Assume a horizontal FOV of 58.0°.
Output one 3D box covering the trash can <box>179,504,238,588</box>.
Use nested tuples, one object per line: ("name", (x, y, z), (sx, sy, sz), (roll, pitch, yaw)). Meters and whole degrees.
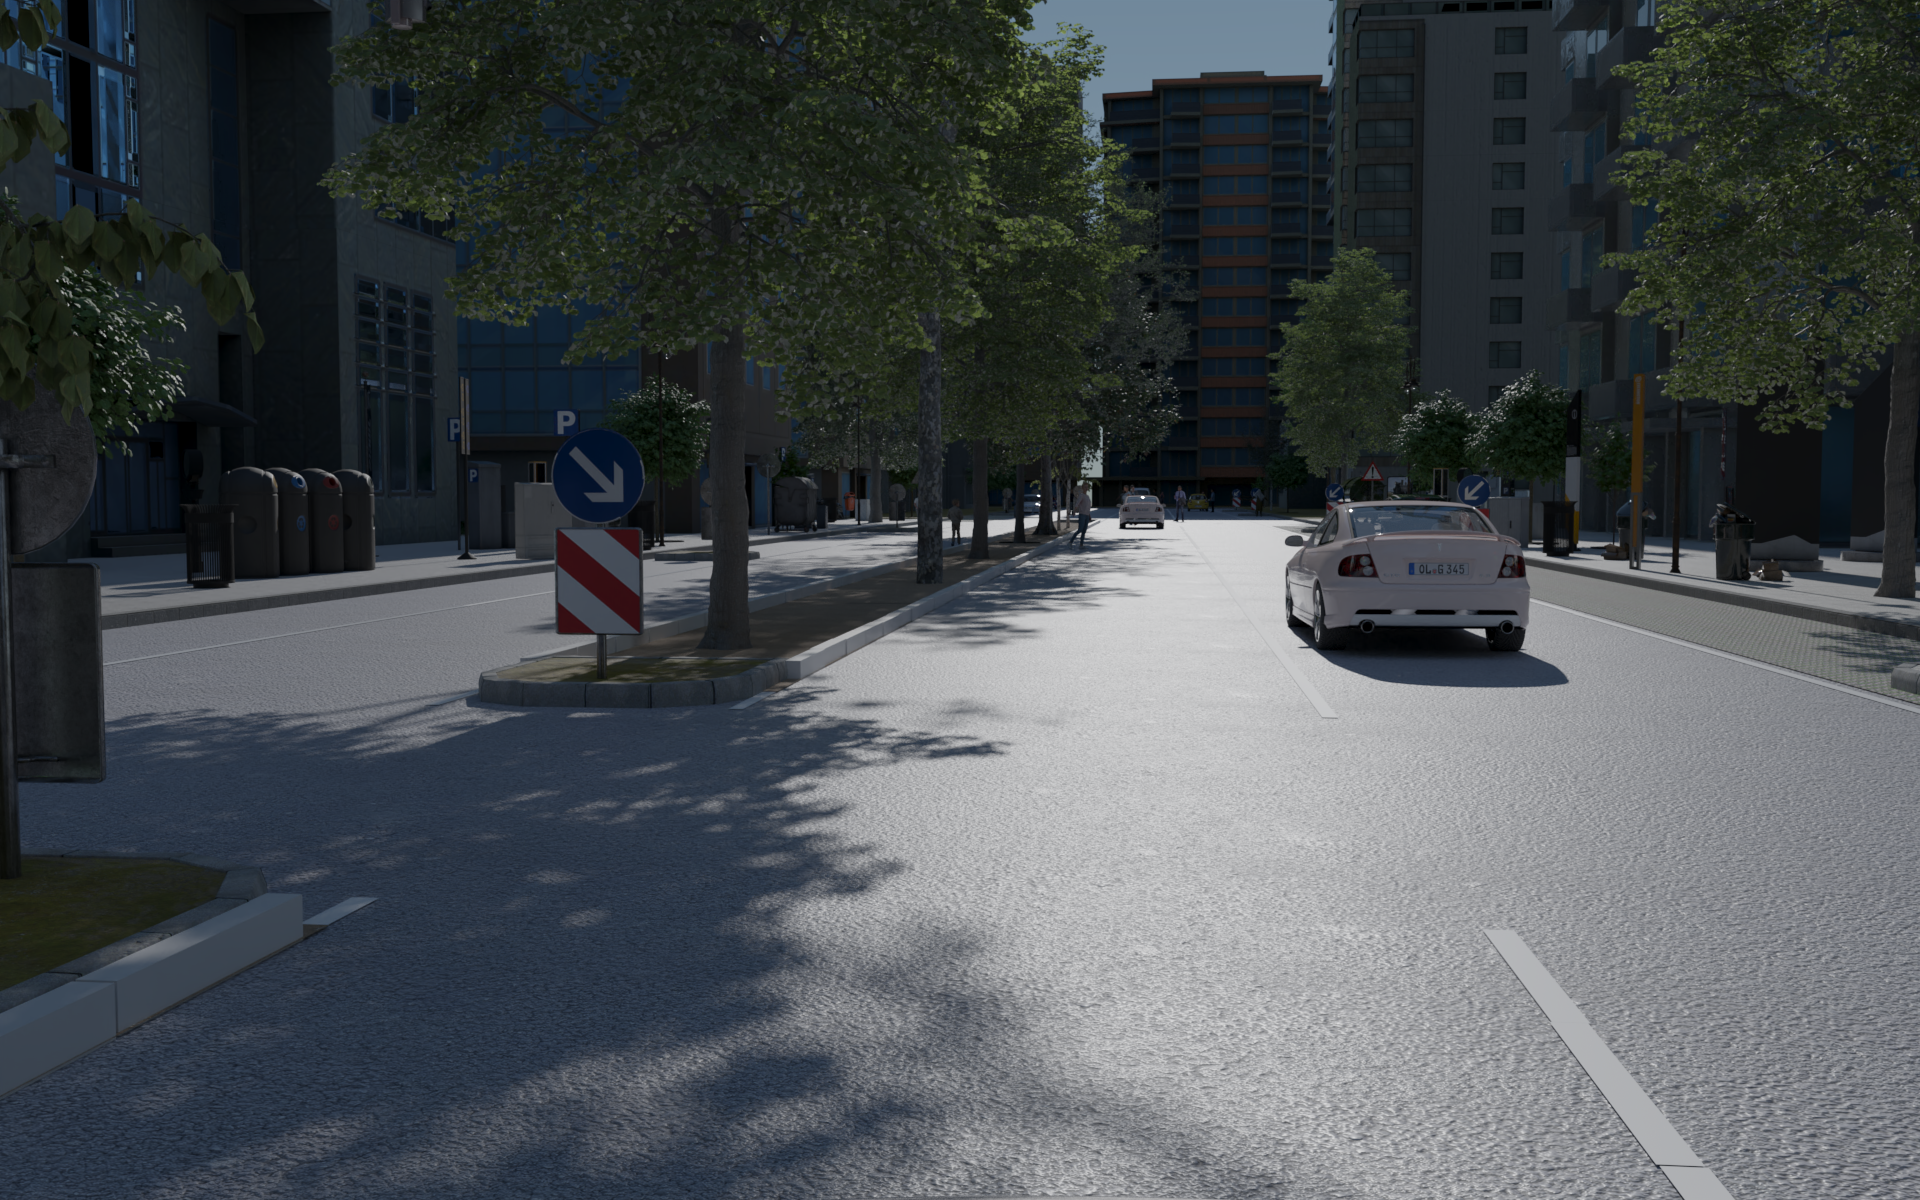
("trash can", (-10.276, -0.739, 23.731), (0.748, 1.137, 0.748), (0, 3, 0))

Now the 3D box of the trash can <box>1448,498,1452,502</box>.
("trash can", (17.656, -3.171, 63.493), (0.748, 1.137, 0.748), (0, 3, 0))

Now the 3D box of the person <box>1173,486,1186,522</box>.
("person", (11.351, -4.984, 89.853), (0.709, 1.838, 0.599), (2, 4, 30))

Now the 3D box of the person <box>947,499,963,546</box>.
("person", (-0.130, -2.115, 47.345), (0.475, 1.303, 0.640), (1, 4, 10))

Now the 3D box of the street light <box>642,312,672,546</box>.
("street light", (-7.315, -4.253, 42.326), (0.468, 5.910, 1.993), (0, 4, 6))

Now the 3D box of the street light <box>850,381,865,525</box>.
("street light", (-4.152, -6.008, 71.025), (0.468, 5.910, 1.993), (0, 4, 6))

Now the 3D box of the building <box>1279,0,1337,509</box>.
("building", (38.685, -50.603, 140.032), (22.319, 86.520, 31.000), (0, 4, 6))

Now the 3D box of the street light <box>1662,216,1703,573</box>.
("street light", (11.644, -3.378, 28.017), (0.468, 5.910, 1.993), (0, 4, 6))

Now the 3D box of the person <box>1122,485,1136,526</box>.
("person", (7.362, -4.134, 76.192), (0.778, 1.811, 0.616), (0, 4, 0))

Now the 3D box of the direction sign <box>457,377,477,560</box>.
("direction sign", (-9.690, -2.565, 33.930), (0.379, 3.537, 0.876), (0, 4, -6))

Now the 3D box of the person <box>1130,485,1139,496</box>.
("person", (8.310, -4.528, 82.334), (0.655, 1.846, 0.447), (-1, 4, -21))

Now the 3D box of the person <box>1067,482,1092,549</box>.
("person", (3.051, -2.176, 44.754), (0.598, 1.740, 0.731), (1, 4, 21))

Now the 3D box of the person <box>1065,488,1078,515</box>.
("person", (7.698, -6.769, 119.187), (1.348, 1.822, 0.705), (-3, 5, -39))

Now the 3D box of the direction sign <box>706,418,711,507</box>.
("direction sign", (-7.434, -3.639, 51.496), (0.379, 3.537, 0.876), (-1, 4, -18))

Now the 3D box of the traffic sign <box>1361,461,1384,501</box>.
("traffic sign", (16.281, -4.181, 68.370), (0.884, 2.594, 0.081), (1, 4, 15))

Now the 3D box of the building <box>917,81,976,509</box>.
("building", (-4.818, -28.805, 154.555), (14.086, 41.232, 14.154), (0, 4, 6))

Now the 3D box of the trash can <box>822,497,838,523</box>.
("trash can", (-5.865, -4.068, 78.172), (0.748, 1.137, 0.748), (0, 3, 0))

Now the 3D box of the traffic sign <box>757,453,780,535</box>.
("traffic sign", (-5.993, -3.307, 54.178), (0.768, 2.556, 0.104), (1, 4, 10))

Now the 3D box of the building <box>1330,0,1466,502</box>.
("building", (32.698, -26.638, 119.131), (14.154, 41.232, 14.086), (0, 4, 6))

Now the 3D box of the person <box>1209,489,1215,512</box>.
("person", (19.727, -7.765, 135.440), (0.705, 1.826, 1.348), (1, 4, 17))

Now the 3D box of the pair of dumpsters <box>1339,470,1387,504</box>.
("pair of dumpsters", (16.556, -4.208, 71.289), (1.574, 2.255, 4.437), (0, 4, 6))

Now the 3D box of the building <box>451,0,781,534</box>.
("building", (-14.398, -25.184, 61.874), (14.600, 45.320, 14.200), (0, 4, 6))

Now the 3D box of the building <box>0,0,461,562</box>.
("building", (-24.678, -43.937, 31.035), (22.319, 86.520, 31.000), (0, 4, 6))

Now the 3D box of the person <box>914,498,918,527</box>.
("person", (-1.748, -3.977, 76.126), (0.523, 1.515, 0.503), (2, 4, 28))

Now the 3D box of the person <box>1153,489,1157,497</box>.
("person", (14.890, -7.583, 132.508), (0.705, 1.821, 1.348), (1, 4, 22))

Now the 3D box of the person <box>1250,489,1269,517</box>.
("person", (19.098, -6.197, 110.557), (1.217, 1.736, 0.721), (1, 4, 9))

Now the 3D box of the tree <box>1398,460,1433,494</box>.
("tree", (18.096, -4.518, 68.476), (1.663, 3.219, 1.824), (0, 3, 0))

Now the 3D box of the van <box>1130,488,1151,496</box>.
("van", (12.360, -6.853, 119.061), (2.013, 2.044, 4.112), (0, 4, 6))

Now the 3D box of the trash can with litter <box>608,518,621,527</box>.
("trash can with litter", (-7.946, -1.656, 38.463), (0.624, 1.170, 1.055), (-2, 4, -33))

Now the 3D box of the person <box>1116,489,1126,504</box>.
("person", (12.735, -7.728, 134.849), (1.348, 1.824, 0.705), (3, 5, 43))

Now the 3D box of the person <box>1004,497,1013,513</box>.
("person", (3.303, -6.669, 118.228), (0.721, 1.739, 1.217), (2, 4, 31))

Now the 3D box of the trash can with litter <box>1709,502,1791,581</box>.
("trash can with litter", (11.785, -0.884, 25.846), (1.055, 1.170, 0.624), (1, 4, 10))

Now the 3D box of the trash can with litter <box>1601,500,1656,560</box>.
("trash can with litter", (13.028, -1.371, 33.797), (1.055, 1.170, 0.624), (-3, 4, -37))

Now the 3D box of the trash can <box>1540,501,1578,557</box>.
("trash can", (12.349, -1.473, 35.739), (0.748, 1.137, 0.748), (0, 3, 0))

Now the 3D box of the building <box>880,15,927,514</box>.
("building", (-14.159, -30.544, 119.005), (23.786, 49.044, 30.456), (0, 4, 6))

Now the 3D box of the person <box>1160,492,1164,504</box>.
("person", (19.037, -9.374, 163.242), (0.415, 1.643, 0.593), (1, 4, 22))

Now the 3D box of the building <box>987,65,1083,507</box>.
("building", (5.561, -32.537, 182.092), (14.200, 45.320, 14.600), (0, 4, 6))

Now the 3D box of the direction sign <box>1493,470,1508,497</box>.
("direction sign", (24.894, -5.358, 79.604), (0.876, 3.537, 0.379), (-1, 4, -15))

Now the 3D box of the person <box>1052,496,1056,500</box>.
("person", (8.210, -9.096, 157.935), (1.217, 1.735, 0.721), (3, 4, 38))

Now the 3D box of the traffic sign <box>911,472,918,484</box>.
("traffic sign", (-2.043, -5.375, 87.877), (0.884, 2.594, 0.081), (0, 4, 8))

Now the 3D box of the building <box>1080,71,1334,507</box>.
("building", (27.683, -32.295, 182.644), (28.867, 44.769, 22.147), (0, 4, 6))

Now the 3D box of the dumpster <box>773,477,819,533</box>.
("dumpster", (-5.522, -3.206, 58.183), (1.264, 1.857, 1.865), (0, 4, 6))

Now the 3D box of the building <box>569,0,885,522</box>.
("building", (-12.085, -27.283, 96.188), (14.600, 45.320, 14.200), (0, 4, 6))

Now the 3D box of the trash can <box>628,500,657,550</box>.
("trash can", (-7.311, -1.717, 39.719), (0.748, 1.137, 0.748), (0, 3, 0))

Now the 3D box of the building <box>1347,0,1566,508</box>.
("building", (30.494, -20.417, 105.513), (14.160, 30.474, 14.107), (0, 4, 6))

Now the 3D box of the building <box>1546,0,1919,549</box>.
("building", (30.921, -26.401, 51.269), (23.786, 49.044, 30.456), (0, 4, 6))

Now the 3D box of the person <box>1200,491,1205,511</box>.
("person", (20.482, -8.373, 146.312), (0.530, 1.710, 0.541), (1, 4, 17))

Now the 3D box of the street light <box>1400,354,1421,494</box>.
("street light", (14.848, -5.164, 57.218), (0.468, 5.910, 1.993), (0, 4, 6))

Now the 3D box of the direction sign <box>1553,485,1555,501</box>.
("direction sign", (25.706, -5.072, 74.927), (0.876, 3.537, 0.379), (3, 4, 37))

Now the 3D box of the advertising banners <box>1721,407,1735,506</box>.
("advertising banners", (15.807, -2.410, 35.595), (0.090, 3.025, 2.074), (2, 4, 33))

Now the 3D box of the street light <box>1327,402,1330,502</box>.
("street light", (18.202, -6.900, 85.605), (0.468, 5.910, 1.993), (0, 4, 6))
